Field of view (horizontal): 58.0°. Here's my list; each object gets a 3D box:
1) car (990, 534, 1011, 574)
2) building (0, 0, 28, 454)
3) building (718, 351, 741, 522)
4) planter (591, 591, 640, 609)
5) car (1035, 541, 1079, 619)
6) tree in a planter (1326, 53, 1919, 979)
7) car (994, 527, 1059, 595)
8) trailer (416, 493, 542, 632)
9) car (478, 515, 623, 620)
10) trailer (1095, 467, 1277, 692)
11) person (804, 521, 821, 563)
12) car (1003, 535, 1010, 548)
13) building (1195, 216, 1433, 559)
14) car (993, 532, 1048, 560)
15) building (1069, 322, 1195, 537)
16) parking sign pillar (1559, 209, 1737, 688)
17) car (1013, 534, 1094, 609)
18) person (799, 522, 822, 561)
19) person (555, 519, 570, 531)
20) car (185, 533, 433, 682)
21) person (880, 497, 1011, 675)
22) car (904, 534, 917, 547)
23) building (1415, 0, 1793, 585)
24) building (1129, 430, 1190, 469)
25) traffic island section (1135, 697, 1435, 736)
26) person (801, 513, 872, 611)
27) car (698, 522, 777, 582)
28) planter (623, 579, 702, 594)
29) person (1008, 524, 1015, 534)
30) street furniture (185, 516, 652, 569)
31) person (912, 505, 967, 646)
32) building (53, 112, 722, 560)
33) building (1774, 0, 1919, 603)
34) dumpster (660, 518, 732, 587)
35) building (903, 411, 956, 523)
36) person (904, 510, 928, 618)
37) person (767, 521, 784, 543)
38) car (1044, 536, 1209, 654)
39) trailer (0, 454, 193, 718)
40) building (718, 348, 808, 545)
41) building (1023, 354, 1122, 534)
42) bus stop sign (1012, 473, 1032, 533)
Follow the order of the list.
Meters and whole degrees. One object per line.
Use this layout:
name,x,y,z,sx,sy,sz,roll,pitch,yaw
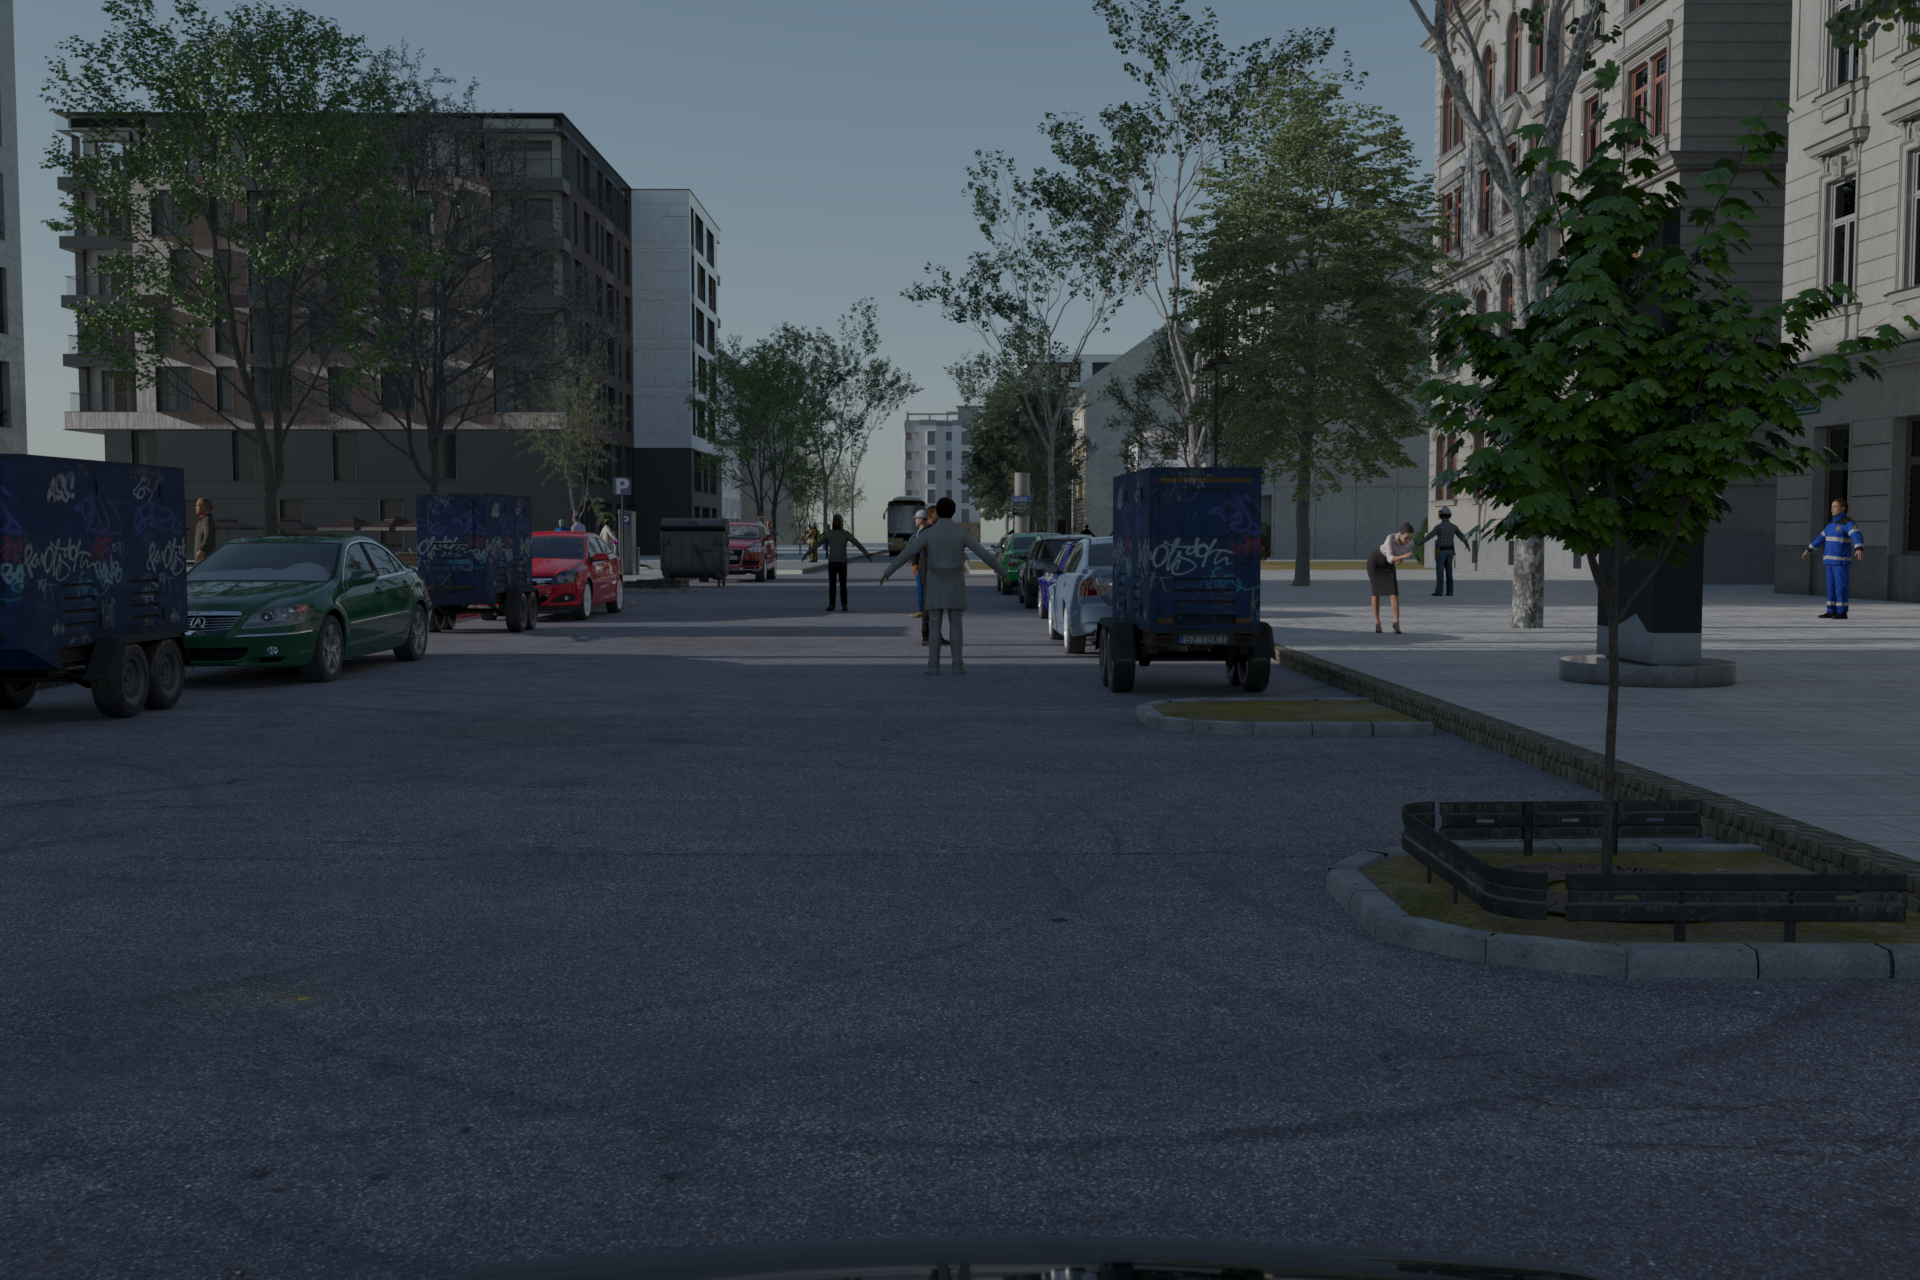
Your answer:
car,2.095,-3.179,61.770,2.009,1.686,4.222,0,4,-1
building,-30.532,-11.291,38.487,10.420,20.400,16.860,0,4,-1
building,-29.232,-19.748,179.302,16.016,20.090,11.380,0,4,-1
planter,-7.410,-0.800,34.217,1.991,0.319,1.994,0,3,0
car,2.228,-0.951,28.130,1.945,1.354,3.894,0,4,-2
tree in a planter,2.462,-0.566,6.482,1.991,3.239,1.994,0,4,0
car,1.835,-2.051,42.325,1.959,1.807,4.718,0,4,-1
trailer,-7.073,-1.087,24.814,1.471,1.999,3.904,0,4,0
car,-7.079,-1.289,30.123,2.155,1.783,4.494,0,3,0
trailer,2.035,-0.592,16.723,1.471,1.999,3.904,0,4,-2
person,-6.609,-4.426,78.141,0.705,1.858,1.354,2,4,27
car,2.048,-2.593,52.625,2.015,1.641,3.980,0,3,0
building,24.640,-14.594,105.074,16.747,18.905,31.486,0,4,0
car,1.992,-2.326,47.066,2.155,1.783,4.494,0,4,-1
building,21.880,-21.634,184.643,19.493,23.208,18.063,0,3,0
parking sign pillar,5.996,-1.623,15.017,1.447,3.967,1.447,0,4,0
car,2.077,-1.525,34.722,2.009,1.686,4.222,0,4,0
person,-6.793,-4.499,79.702,1.345,1.843,0.704,1,4,14
person,-14.554,-3.497,63.297,1.347,1.817,0.704,0,4,2
car,-7.004,-0.394,18.237,2.131,1.459,4.920,0,4,-1
person,-0.148,-0.555,17.720,1.347,1.806,0.705,0,4,-3
car,-2.160,-5.341,99.120,2.131,1.459,4.920,0,4,-2
building,24.059,-16.323,54.273,14.401,28.519,23.554,0,4,-1
building,19.340,-12.100,139.979,9.099,9.664,28.070,0,4,0
traffic island section,2.375,0.586,13.280,1.991,0.108,1.994,0,4,0
person,-2.283,-1.448,32.255,1.348,1.813,0.705,1,4,10
car,-6.829,-2.735,53.384,2.281,1.827,5.304,0,4,-1
planter,-7.391,-1.306,42.498,1.991,0.319,1.994,0,4,1
person,2.843,-5.073,89.088,1.346,1.812,0.704,-1,4,-13
street furniture,-23.510,-4.072,71.603,27.439,1.986,14.083,1,4,9
person,-0.316,-0.833,22.300,0.704,1.802,1.346,2,4,28
building,-29.887,-15.693,100.554,27.936,21.610,32.646,0,4,0
building,25.729,-14.616,15.391,17.030,29.872,44.131,0,4,0
dumpster,-7.233,-2.392,47.318,1.865,1.857,1.264,0,4,0
building,-7.938,-24.384,257.548,11.380,20.090,16.016,-1,4,-10
person,-0.669,-1.314,29.796,0.705,1.847,1.347,1,4,14
person,-7.360,-3.694,66.661,1.348,1.796,0.705,1,4,16
car,2.103,-0.614,22.037,2.014,1.417,4.499,0,4,-1
trailer,-7.148,-0.368,13.064,1.471,1.999,3.904,0,4,-1
building,-28.516,-23.103,208.655,19.493,23.208,18.063,0,3,0
building,21.597,-22.604,213.548,27.936,21.610,32.646,0,4,-1
bus stop sign,2.663,-5.230,74.523,0.837,3.901,0.837,0,4,1
